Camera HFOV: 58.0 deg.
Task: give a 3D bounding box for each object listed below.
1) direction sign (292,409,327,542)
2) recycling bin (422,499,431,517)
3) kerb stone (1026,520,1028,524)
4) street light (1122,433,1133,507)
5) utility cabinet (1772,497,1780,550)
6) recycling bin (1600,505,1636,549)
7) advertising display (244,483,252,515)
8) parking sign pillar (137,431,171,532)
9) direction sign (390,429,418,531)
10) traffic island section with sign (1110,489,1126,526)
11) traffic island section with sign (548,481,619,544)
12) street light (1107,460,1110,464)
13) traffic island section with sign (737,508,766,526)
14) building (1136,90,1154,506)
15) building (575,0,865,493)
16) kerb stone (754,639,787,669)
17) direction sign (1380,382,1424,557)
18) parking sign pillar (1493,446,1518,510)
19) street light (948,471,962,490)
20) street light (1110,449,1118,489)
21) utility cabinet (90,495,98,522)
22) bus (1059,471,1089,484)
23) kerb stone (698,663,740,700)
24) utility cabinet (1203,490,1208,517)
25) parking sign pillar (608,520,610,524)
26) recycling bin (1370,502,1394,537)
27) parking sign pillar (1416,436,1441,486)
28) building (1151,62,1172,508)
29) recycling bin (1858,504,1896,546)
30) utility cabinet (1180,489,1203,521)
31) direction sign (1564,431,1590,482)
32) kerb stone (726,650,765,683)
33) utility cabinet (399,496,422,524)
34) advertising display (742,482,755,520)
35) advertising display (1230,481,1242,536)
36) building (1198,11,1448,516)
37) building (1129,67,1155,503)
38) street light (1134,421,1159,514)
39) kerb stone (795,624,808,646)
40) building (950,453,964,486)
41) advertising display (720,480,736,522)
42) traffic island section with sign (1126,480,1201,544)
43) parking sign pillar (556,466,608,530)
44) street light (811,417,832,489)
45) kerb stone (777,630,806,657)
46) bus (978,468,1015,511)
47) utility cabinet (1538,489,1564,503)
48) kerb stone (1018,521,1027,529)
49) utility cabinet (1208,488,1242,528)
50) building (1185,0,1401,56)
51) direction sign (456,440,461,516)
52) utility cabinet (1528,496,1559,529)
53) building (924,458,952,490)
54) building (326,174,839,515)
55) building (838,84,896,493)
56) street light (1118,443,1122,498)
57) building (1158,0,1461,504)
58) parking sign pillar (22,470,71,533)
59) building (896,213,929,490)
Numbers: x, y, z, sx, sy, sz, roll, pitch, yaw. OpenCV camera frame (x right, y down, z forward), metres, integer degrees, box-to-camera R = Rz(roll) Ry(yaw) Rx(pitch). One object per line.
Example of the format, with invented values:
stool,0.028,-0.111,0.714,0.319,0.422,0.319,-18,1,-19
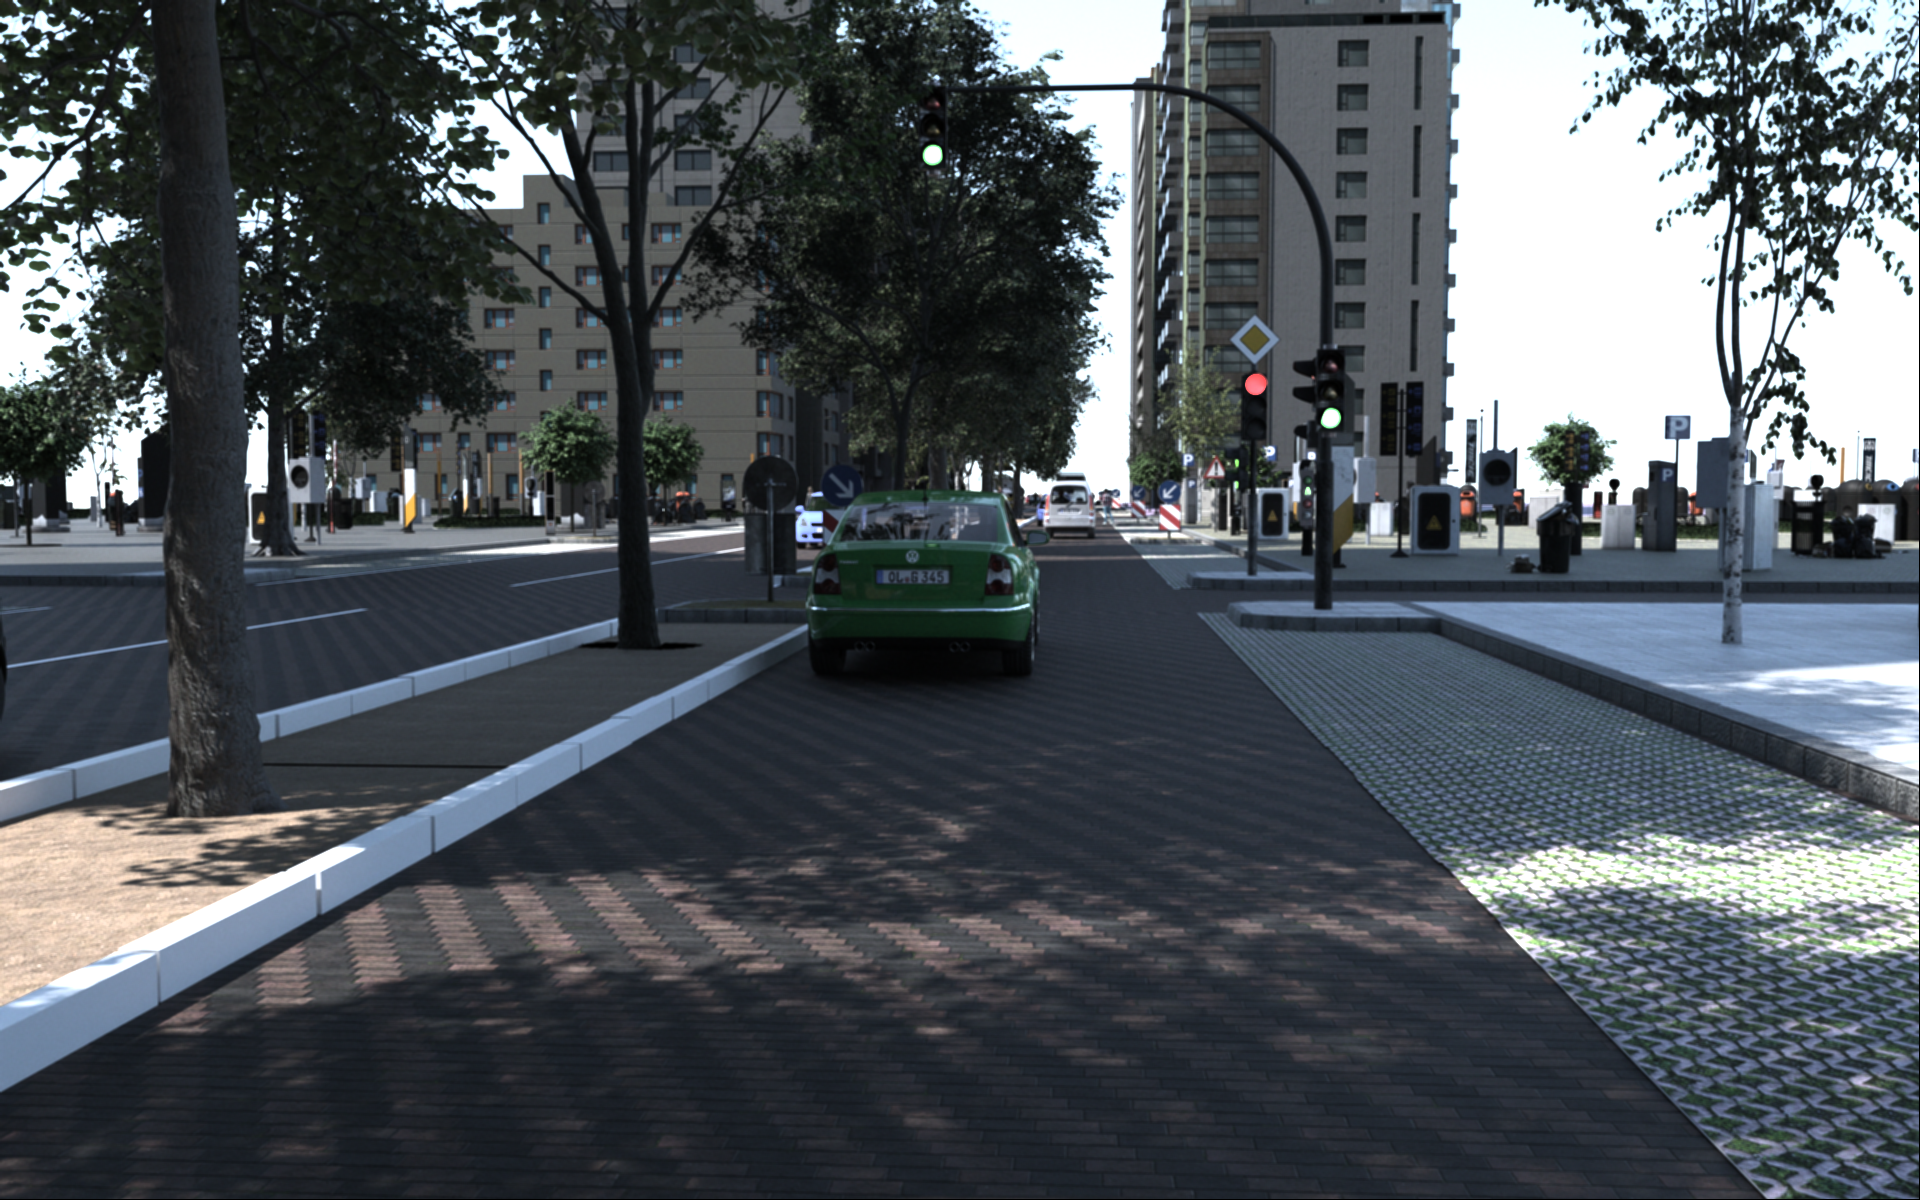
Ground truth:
direction sign,-17.480,-3.338,46.579,0.876,3.537,0.379,-3,4,-36
recycling bin,-29.996,-5.142,96.632,0.722,1.027,0.722,1,4,10
kerb stone,2.872,-3.446,78.530,0.120,0.150,1.000,0,4,4
street light,13.363,-9.765,132.205,1.470,5.913,1.316,0,4,4
utility cabinet,18.731,-1.773,40.147,0.306,1.237,1.020,3,4,36
recycling bin,15.464,-1.722,40.706,0.722,1.027,0.722,1,4,17
advertising display,-40.776,-5.743,99.112,0.123,1.923,0.974,0,4,5
parking sign pillar,-27.341,-4.320,59.106,1.447,3.967,1.447,3,4,38
direction sign,-19.234,-4.157,59.967,0.876,3.537,0.379,-1,4,-19
traffic island section with sign,7.783,-4.175,76.887,1.989,1.847,2.006,0,4,4
traffic island section with sign,-10.773,-2.565,50.570,1.989,1.847,2.006,0,4,4
street light,19.389,-14.855,215.417,1.470,5.913,1.316,0,4,4
traffic island section with sign,-8.858,-4.229,77.780,1.989,1.847,2.006,0,4,4
building,31.196,-35.059,196.921,21.300,48.544,21.600,0,4,4
building,-18.676,-43.065,142.364,20.563,71.187,20.611,0,4,4
kerb stone,-1.623,0.470,14.563,0.120,0.150,1.000,0,4,4
direction sign,8.948,-2.640,35.157,0.876,3.537,0.379,2,4,34
parking sign pillar,30.728,-6.674,97.588,1.447,3.967,1.447,-1,4,-18
street light,-0.850,-14.590,211.080,1.470,5.913,1.316,0,4,4
street light,17.636,-13.418,191.931,1.470,5.913,1.316,0,4,4
utility cabinet,-40.708,-4.297,81.425,0.306,1.237,1.020,-2,4,-24
bus,9.451,-9.284,146.654,2.948,3.499,13.247,0,4,4
kerb stone,-1.768,0.596,12.519,0.120,0.150,1.000,0,4,4
utility cabinet,13.572,-5.351,96.160,1.173,1.500,0.318,3,5,44
parking sign pillar,-15.777,-5.252,74.336,1.447,3.967,1.447,0,4,4
recycling bin,12.713,-2.435,52.371,0.722,1.027,0.722,1,4,20
parking sign pillar,21.912,-5.663,81.059,1.447,3.967,1.447,-1,4,-22
building,25.591,-29.588,167.358,14.154,41.232,14.086,0,4,4
recycling bin,22.837,-1.873,43.173,0.722,1.027,0.722,1,4,17
utility cabinet,11.007,-4.546,83.003,0.318,1.500,1.173,-2,4,-33
direction sign,22.012,-4.273,61.861,0.876,3.537,0.379,0,3,0
kerb stone,-1.700,0.529,13.540,0.120,0.150,1.000,0,4,4
utility cabinet,-23.582,-3.865,74.359,0.306,1.237,1.020,2,4,31
advertising display,-10.415,-4.908,85.463,0.123,1.923,0.974,2,4,27
advertising display,8.553,-2.965,53.684,0.123,1.923,0.974,2,4,25
building,21.939,-20.590,108.346,14.160,30.474,14.107,0,4,4
building,34.615,-43.024,245.445,21.231,58.520,28.212,0,4,4
street light,11.887,-8.373,109.443,1.470,5.913,1.316,0,4,4
kerb stone,-1.485,0.340,16.628,0.120,0.150,1.000,0,4,4
building,-6.857,-29.602,255.689,14.160,30.474,14.107,0,4,4
advertising display,-10.744,-4.590,80.260,0.123,1.923,0.974,2,4,31
traffic island section with sign,5.906,-2.530,49.997,1.989,1.847,2.006,0,4,4
parking sign pillar,-13.935,-4.550,62.871,1.447,3.967,1.447,3,4,39
street light,-8.406,-8.085,104.730,1.470,5.913,1.316,0,4,4
kerb stone,-1.552,0.406,15.592,0.120,0.150,1.000,0,4,4
bus,3.061,-8.839,136.059,2.896,3.916,12.252,0,4,2
utility cabinet,25.844,-4.093,75.598,0.318,1.500,1.173,-3,5,-44
kerb stone,2.807,-3.383,77.506,0.120,0.150,1.000,0,4,4
utility cabinet,9.997,-3.440,64.925,1.173,1.500,0.318,3,4,38
building,22.795,-26.839,122.406,14.154,41.232,14.086,0,4,4
direction sign,-21.162,-4.962,73.121,0.379,3.537,0.876,-2,4,-25
utility cabinet,21.398,-3.201,63.506,1.020,1.237,0.306,2,4,30
building,-15.972,-23.817,234.448,27.650,21.520,28.899,0,4,4
building,-24.075,-16.766,119.167,27.650,21.520,28.899,0,4,4
building,-13.563,-29.214,161.244,14.154,41.232,14.086,0,4,4
street light,15.114,-11.176,155.272,1.470,5.913,1.316,0,4,4
building,28.163,-32.113,144.655,23.786,49.044,30.456,0,4,4
parking sign pillar,-30.658,-4.252,57.993,1.447,3.967,1.447,3,5,44
building,-14.613,-33.603,204.039,22.147,44.769,28.867,0,4,4
